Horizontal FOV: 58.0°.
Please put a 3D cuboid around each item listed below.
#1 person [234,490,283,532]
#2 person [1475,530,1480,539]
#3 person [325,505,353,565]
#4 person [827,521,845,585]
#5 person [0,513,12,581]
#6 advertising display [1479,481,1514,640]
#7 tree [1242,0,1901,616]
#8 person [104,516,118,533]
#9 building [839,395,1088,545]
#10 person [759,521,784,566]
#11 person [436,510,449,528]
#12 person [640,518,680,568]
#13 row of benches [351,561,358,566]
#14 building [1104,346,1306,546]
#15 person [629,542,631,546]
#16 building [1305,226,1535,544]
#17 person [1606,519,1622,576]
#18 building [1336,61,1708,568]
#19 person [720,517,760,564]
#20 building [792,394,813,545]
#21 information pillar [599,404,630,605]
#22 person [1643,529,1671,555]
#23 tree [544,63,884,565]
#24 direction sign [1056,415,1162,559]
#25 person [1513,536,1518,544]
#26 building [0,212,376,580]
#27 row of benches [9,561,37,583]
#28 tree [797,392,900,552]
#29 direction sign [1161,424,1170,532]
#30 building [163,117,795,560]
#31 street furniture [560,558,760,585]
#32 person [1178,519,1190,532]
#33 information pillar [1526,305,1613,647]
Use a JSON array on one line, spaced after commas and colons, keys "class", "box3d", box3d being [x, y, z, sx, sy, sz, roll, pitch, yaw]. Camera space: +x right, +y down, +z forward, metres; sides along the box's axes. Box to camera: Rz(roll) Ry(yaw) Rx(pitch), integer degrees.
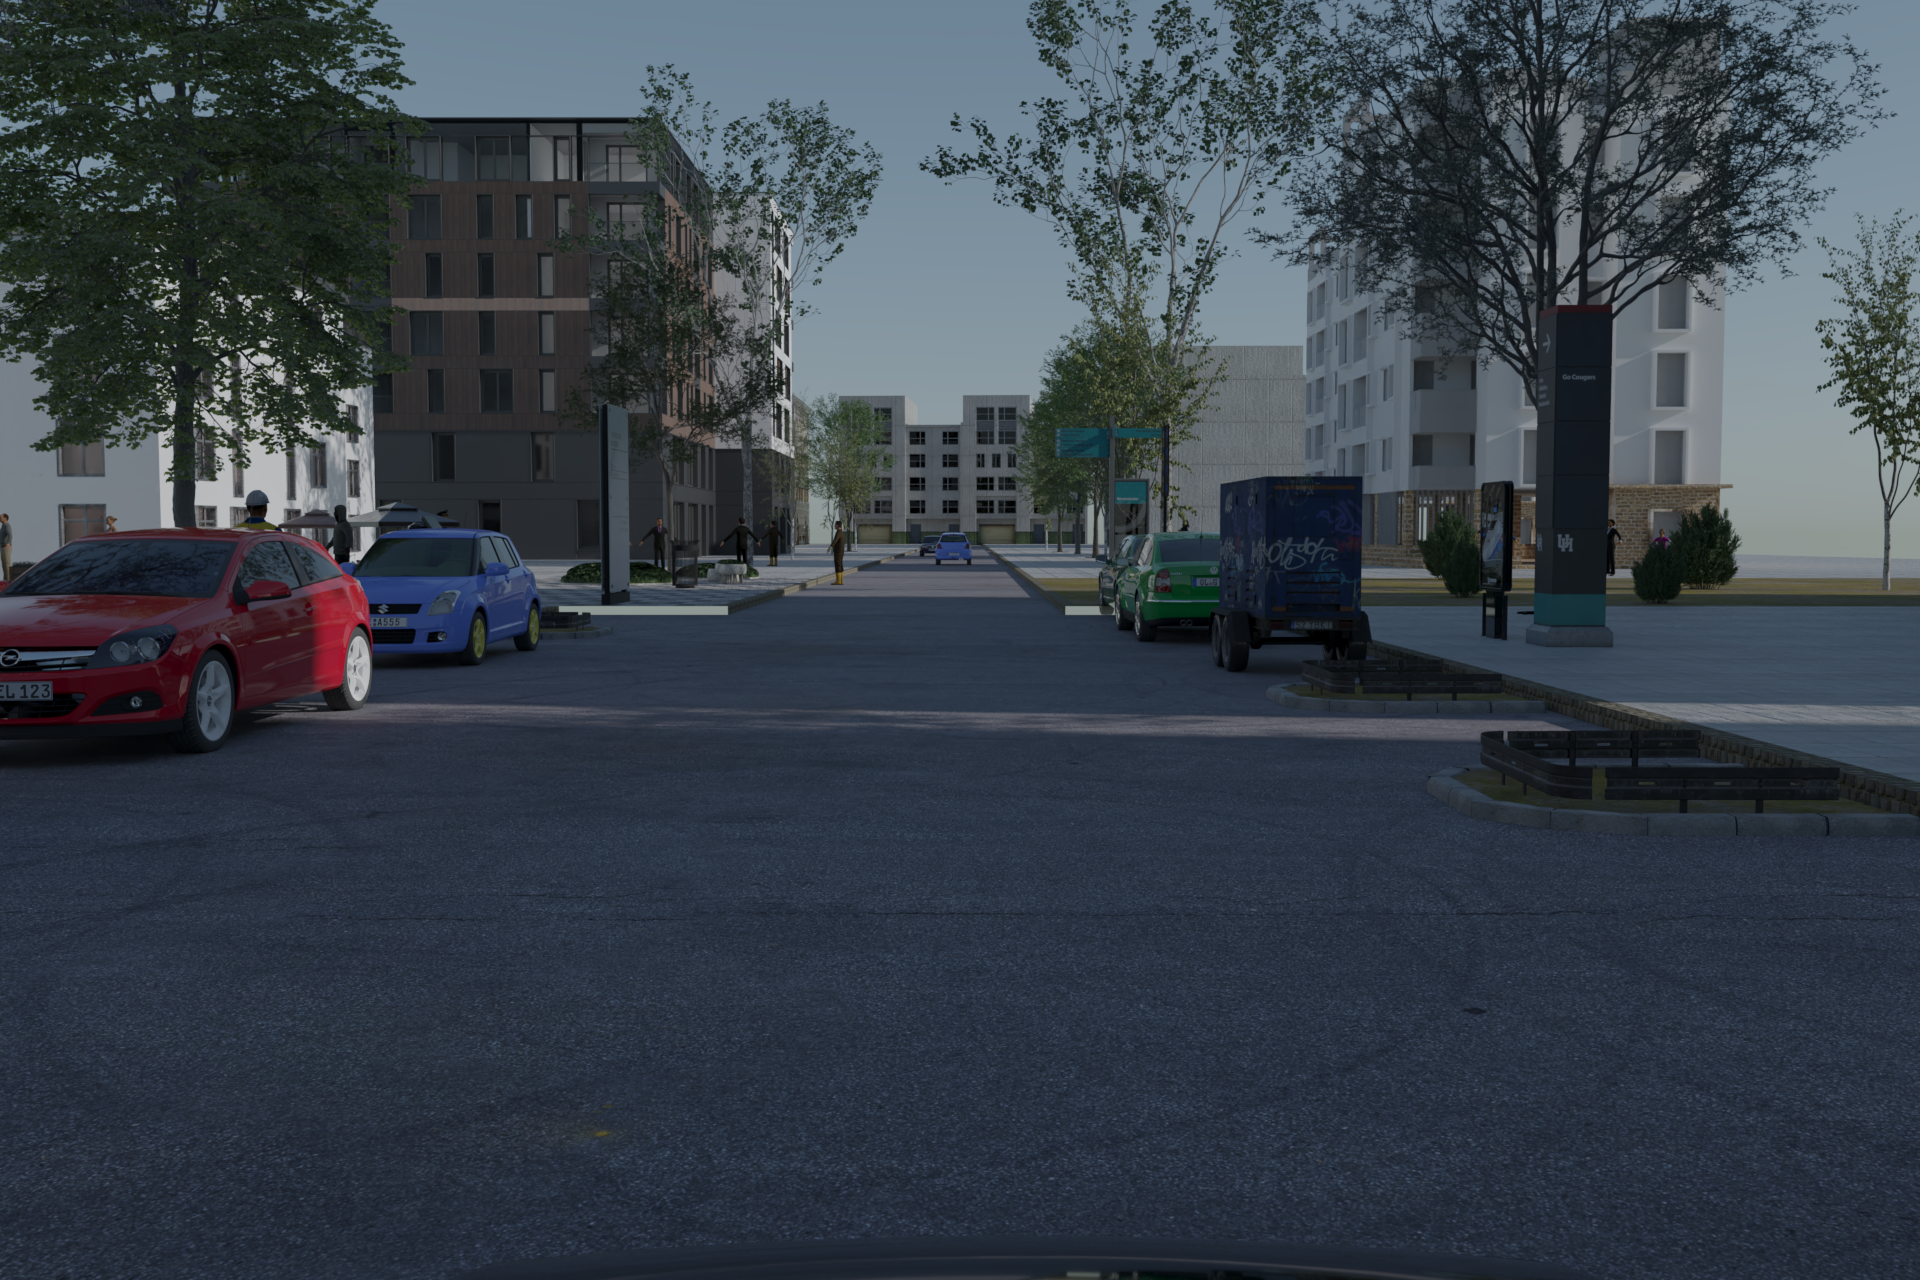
[{"class": "person", "box3d": [-6.373, -0.450, 15.786, 1.349, 1.833, 0.705, 0, 4, 0]}, {"class": "person", "box3d": [17.338, -3.104, 56.893, 1.345, 1.843, 0.704, -1, 4, -18]}, {"class": "person", "box3d": [-11.217, -1.542, 31.348, 0.705, 1.813, 1.348, -3, 4, -36]}, {"class": "person", "box3d": [-3.449, -2.456, 48.755, 0.704, 1.812, 1.346, 1, 4, 13]}, {"class": "person", "box3d": [-23.858, -2.261, 43.237, 0.705, 1.796, 1.348, -3, 5, -42]}, {"class": "advertising display", "box3d": [6.593, -0.985, 21.314, 0.123, 1.923, 0.974, 0, 4, 1]}, {"class": "tree", "box3d": [9.392, -7.149, 27.263, 12.009, 13.543, 11.850, 0, 3, 0]}, {"class": "person", "box3d": [-21.075, -2.204, 42.833, 1.217, 1.733, 0.721, 3, 4, 39]}, {"class": "building", "box3d": [0.919, -21.901, 226.992, 31.486, 18.905, 16.747, 0, 4, 4]}, {"class": "person", "box3d": [-7.470, -3.849, 69.061, 0.704, 1.812, 1.346, 3, 5, 42]}, {"class": "person", "box3d": [-11.843, -2.071, 39.791, 0.705, 1.837, 1.347, 0, 4, -7]}, {"class": "person", "box3d": [-9.885, -3.106, 57.013, 1.346, 1.802, 0.704, -1, 4, -19]}, {"class": "row of benches", "box3d": [-15.305, -1.510, 40.152, 4.104, 0.672, 1.422, 1, 4, 12]}, {"class": "building", "box3d": [23.831, -18.637, 171.178, 16.747, 18.905, 31.486, 0, 4, 1]}, {"class": "person", "box3d": [-11.549, -3.186, 58.274, 1.347, 1.806, 0.705, 3, 5, 44]}, {"class": "building", "box3d": [26.787, -15.350, 107.399, 16.016, 20.090, 11.380, 0, 4, 0]}, {"class": "person", "box3d": [19.801, -2.825, 52.916, 0.721, 1.740, 1.216, -1, 4, -20]}, {"class": "building", "box3d": [21.955, -13.417, 75.793, 16.016, 20.090, 11.380, 0, 4, 1]}, {"class": "person", "box3d": [-6.871, -2.950, 54.423, 1.347, 1.806, 0.705, -2, 4, -32]}, {"class": "building", "box3d": [-27.688, -22.702, 202.099, 19.493, 23.208, 18.063, 0, 3, 0]}, {"class": "information pillar", "box3d": [-6.382, -2.490, 32.029, 0.184, 3.620, 1.656, 0, 4, 1]}, {"class": "person", "box3d": [19.462, -2.370, 48.020, 0.991, 1.433, 0.599, 2, 4, 30]}, {"class": "tree", "box3d": [-9.992, -13.178, 71.348, 12.611, 20.169, 13.585, 0, 3, 0]}, {"class": "direction sign", "box3d": [3.414, -3.036, 38.397, 2.525, 3.948, 1.411, 0, 4, 0]}, {"class": "person", "box3d": [18.319, -3.199, 58.770, 1.216, 1.772, 0.721, 0, 4, 6]}, {"class": "building", "box3d": [-25.433, -7.164, 59.283, 9.099, 9.664, 28.070, 0, 3, 0]}, {"class": "row of benches", "box3d": [-22.466, -1.456, 39.264, 4.104, 0.672, 1.422, -2, 4, -24]}, {"class": "tree", "box3d": [-8.114, -12.263, 126.251, 9.928, 11.665, 9.643, 0, 3, 0]}, {"class": "direction sign", "box3d": [4.272, -2.696, 36.073, 0.379, 3.537, 0.876, 0, 4, -2]}, {"class": "building", "box3d": [-25.212, -15.754, 101.560, 27.936, 21.610, 32.646, 0, 3, 0]}, {"class": "street furniture", "box3d": [-8.447, -2.003, 48.375, 5.734, 0.657, 10.072, 0, 4, -8]}, {"class": "person", "box3d": [8.699, -3.725, 66.682, 0.705, 1.856, 1.354, 2, 4, 25]}, {"class": "information pillar", "box3d": [7.039, -1.868, 19.917, 0.750, 3.857, 0.750, 0, 3, 0]}]
